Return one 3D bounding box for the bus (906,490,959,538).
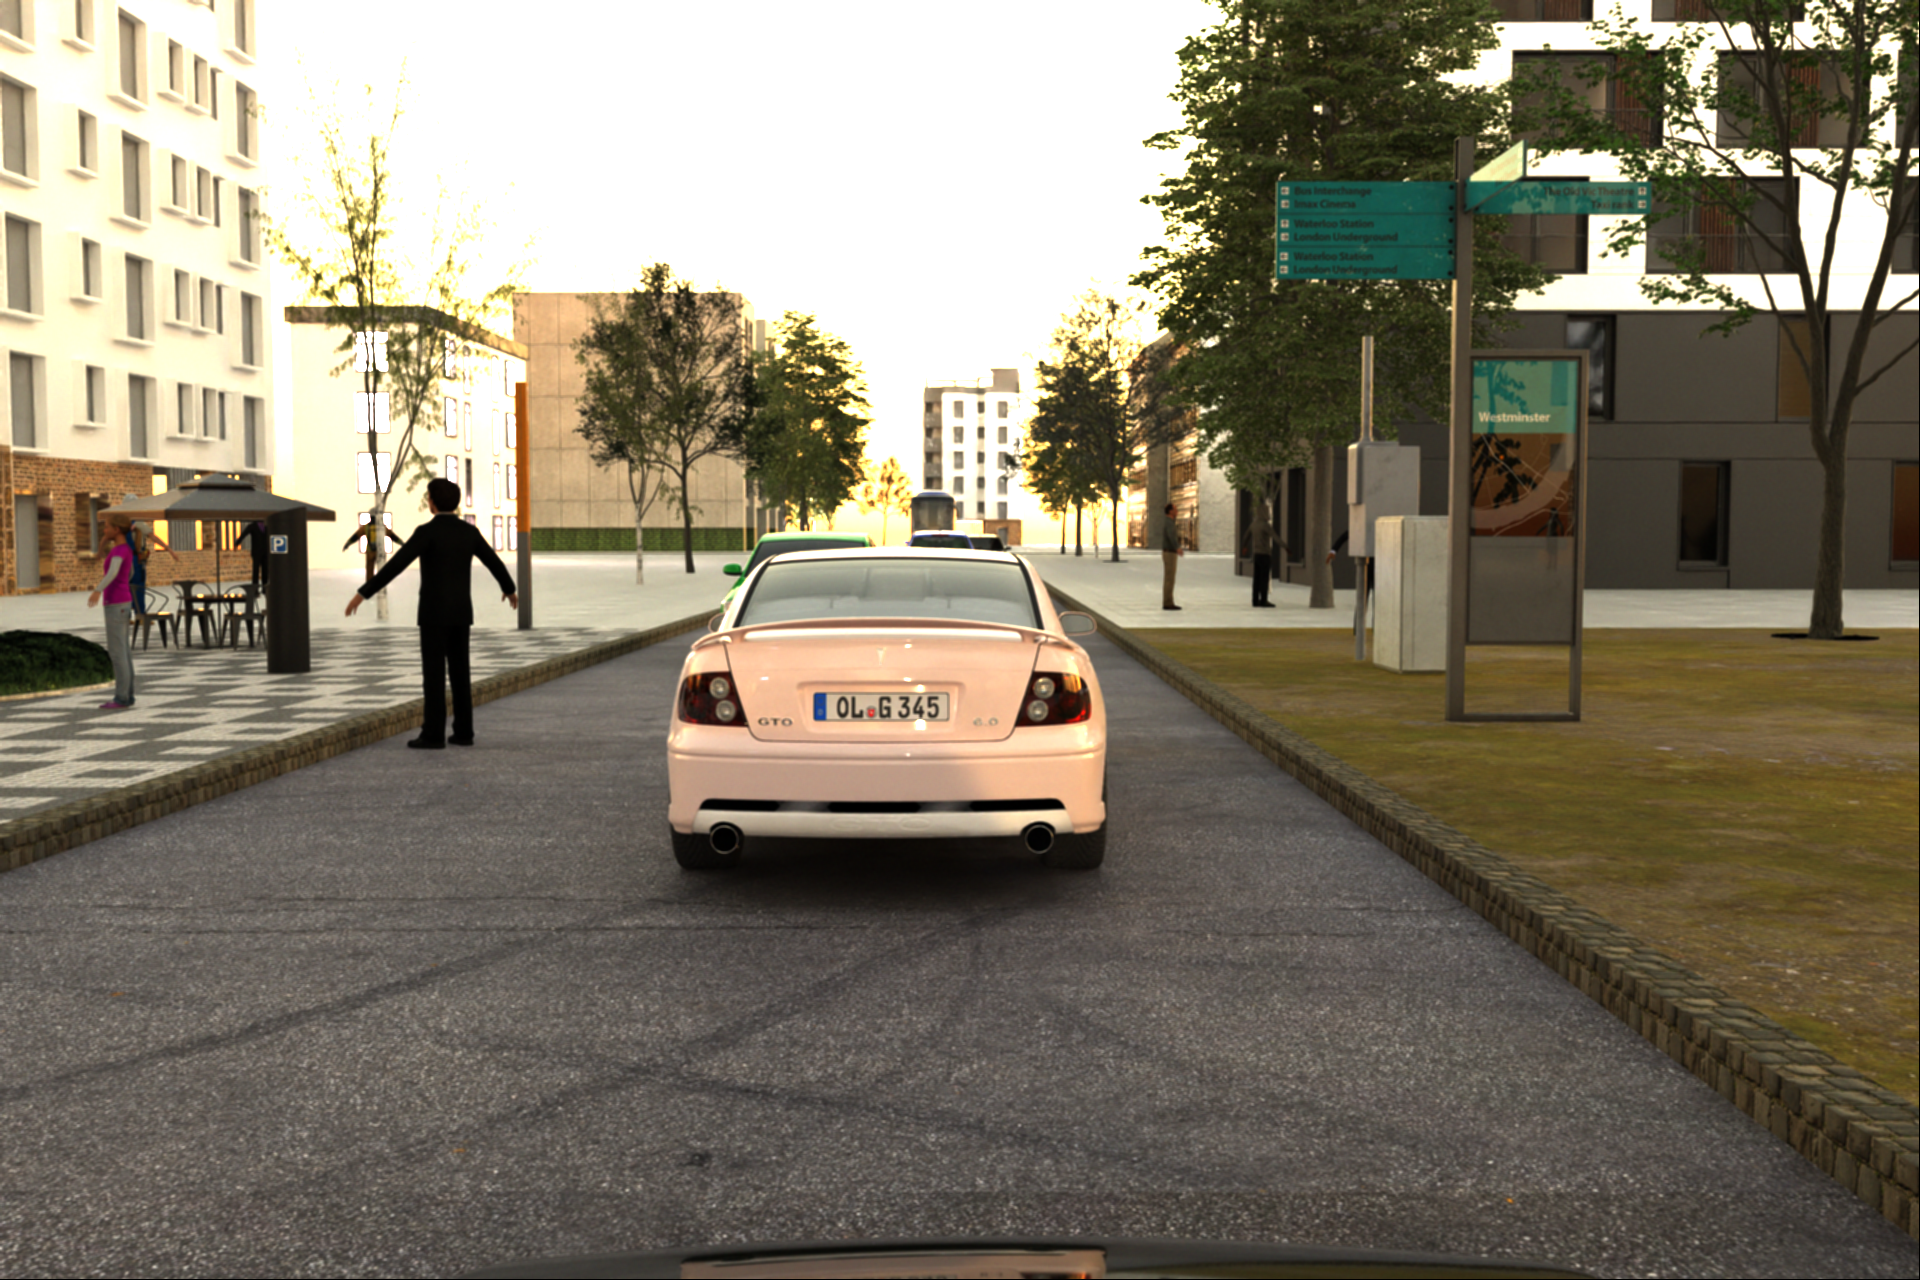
[{"bbox_3d":[-1.489,-6.663,100.486,2.896,3.916,12.251,0,4,0],"label":"bus"}]

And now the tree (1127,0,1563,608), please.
[{"bbox_3d":[6.512,-6.806,29.410,7.486,12.596,7.792,0,3,0],"label":"tree"}]

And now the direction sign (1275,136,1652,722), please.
[{"bbox_3d":[3.398,-1.374,11.222,2.525,3.948,1.411,0,4,0],"label":"direction sign"}]

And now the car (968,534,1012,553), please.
[{"bbox_3d":[0.613,-2.694,53.825,2.009,1.686,4.222,0,3,0],"label":"car"}]

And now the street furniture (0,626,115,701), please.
[{"bbox_3d":[-10.071,0.195,12.437,5.734,0.657,10.072,0,4,2],"label":"street furniture"}]

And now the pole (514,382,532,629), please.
[{"bbox_3d":[-5.890,-1.805,23.359,0.158,3.312,0.155,0,3,0],"label":"pole"}]

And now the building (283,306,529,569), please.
[{"bbox_3d":[-23.865,-8.300,77.853,9.099,9.664,28.070,0,4,1],"label":"building"}]

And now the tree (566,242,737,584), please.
[{"bbox_3d":[-8.290,-5.739,44.194,4.360,8.622,3.978,0,3,0],"label":"tree"}]

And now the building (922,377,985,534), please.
[{"bbox_3d":[-3.994,-20.888,200.394,11.380,20.090,16.016,0,4,-6],"label":"building"}]

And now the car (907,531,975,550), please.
[{"bbox_3d":[-0.408,-1.545,34.852,1.945,1.707,3.694,0,4,-1],"label":"car"}]

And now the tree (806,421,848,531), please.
[{"bbox_3d":[-8.064,-9.550,106.499,4.360,8.622,3.978,0,3,0],"label":"tree"}]

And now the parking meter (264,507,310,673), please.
[{"bbox_3d":[-6.250,-0.469,16.086,0.372,1.533,0.369,0,3,0],"label":"parking meter"}]

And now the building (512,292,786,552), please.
[{"bbox_3d":[-24.290,-16.879,142.429,16.747,18.905,31.486,0,3,0],"label":"building"}]

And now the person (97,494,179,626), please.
[{"bbox_3d":[-11.596,-1.129,24.312,1.347,1.847,0.705,1,4,16],"label":"person"}]

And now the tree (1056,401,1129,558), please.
[{"bbox_3d":[7.327,-8.658,91.925,4.360,8.622,3.978,0,3,0],"label":"tree"}]

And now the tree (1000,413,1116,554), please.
[{"bbox_3d":[6.475,-10.735,109.932,8.767,10.594,7.601,1,4,13],"label":"tree"}]

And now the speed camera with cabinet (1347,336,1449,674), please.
[{"bbox_3d":[4.280,-1.369,16.724,0.660,3.252,2.038,0,4,-1],"label":"speed camera with cabinet"}]

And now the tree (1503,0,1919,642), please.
[{"bbox_3d":[10.532,-5.808,20.712,9.928,11.665,9.643,0,3,0],"label":"tree"}]

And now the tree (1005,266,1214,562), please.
[{"bbox_3d":[7.072,-10.338,79.401,12.009,13.543,11.850,0,3,0],"label":"tree"}]

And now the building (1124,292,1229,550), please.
[{"bbox_3d":[24.728,-19.586,151.155,19.493,23.208,18.063,0,4,1],"label":"building"}]

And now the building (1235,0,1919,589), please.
[{"bbox_3d":[22.496,-12.946,55.644,27.936,21.610,32.646,0,4,0],"label":"building"}]

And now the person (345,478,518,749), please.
[{"bbox_3d":[-3.489,-0.185,11.669,0.705,1.806,1.347,3,4,37],"label":"person"}]

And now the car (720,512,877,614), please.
[{"bbox_3d":[-1.673,-0.687,20.029,1.959,1.807,4.718,0,3,0],"label":"car"}]

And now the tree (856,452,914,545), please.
[{"bbox_3d":[-8.325,-16.029,196.481,7.601,10.594,8.767,0,4,2],"label":"tree"}]

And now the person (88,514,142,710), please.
[{"bbox_3d":[-6.266,-0.214,12.764,0.599,1.433,0.991,-1,4,-15],"label":"person"}]

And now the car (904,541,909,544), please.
[{"bbox_3d":[-1.682,-4.442,82.225,1.945,1.707,3.694,0,4,0],"label":"car"}]

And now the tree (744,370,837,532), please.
[{"bbox_3d":[-7.758,-7.859,78.853,4.737,8.622,4.395,0,3,0],"label":"tree"}]

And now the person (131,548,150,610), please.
[{"bbox_3d":[-14.036,-1.405,29.429,0.721,1.772,1.216,-3,5,-43],"label":"person"}]

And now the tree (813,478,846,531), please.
[{"bbox_3d":[-14.553,-14.952,194.821,4.737,8.622,4.395,0,3,0],"label":"tree"}]

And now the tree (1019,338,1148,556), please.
[{"bbox_3d":[7.177,-11.116,99.880,7.486,12.596,7.792,0,3,0],"label":"tree"}]

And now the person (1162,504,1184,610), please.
[{"bbox_3d":[3.595,-1.415,29.403,0.705,1.796,1.348,0,3,0],"label":"person"}]

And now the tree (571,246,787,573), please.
[{"bbox_3d":[-9.254,-7.492,56.914,7.601,10.594,8.767,0,4,-7],"label":"tree"}]

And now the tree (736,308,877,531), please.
[{"bbox_3d":[-7.787,-10.361,87.526,7.486,12.596,7.792,0,3,0],"label":"tree"}]

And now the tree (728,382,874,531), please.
[{"bbox_3d":[-8.749,-10.048,98.696,8.767,10.594,7.601,-3,4,-36],"label":"tree"}]

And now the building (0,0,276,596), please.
[{"bbox_3d":[-24.617,-10.991,36.119,16.016,20.090,11.380,0,4,1],"label":"building"}]

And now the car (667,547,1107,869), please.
[{"bbox_3d":[-0.306,0.218,8.796,2.083,1.381,4.827,0,4,0],"label":"car"}]

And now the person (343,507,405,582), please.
[{"bbox_3d":[-12.416,-1.897,36.782,1.354,1.858,0.705,-1,4,-9],"label":"person"}]

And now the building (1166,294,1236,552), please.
[{"bbox_3d":[26.188,-18.383,131.487,19.493,23.208,18.063,0,4,0],"label":"building"}]

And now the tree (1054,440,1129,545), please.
[{"bbox_3d":[15.099,-17.529,196.963,12.009,13.543,11.850,0,3,0],"label":"tree"}]

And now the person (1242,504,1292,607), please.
[{"bbox_3d":[5.333,-1.487,30.440,0.705,1.813,1.348,-2,4,-28],"label":"person"}]

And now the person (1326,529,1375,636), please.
[{"bbox_3d":[4.972,-0.862,20.817,1.216,1.740,0.721,-1,4,-9],"label":"person"}]

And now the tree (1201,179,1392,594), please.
[{"bbox_3d":[6.354,-5.283,36.737,4.360,8.622,3.978,0,3,0],"label":"tree"}]

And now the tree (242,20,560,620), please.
[{"bbox_3d":[-8.912,-4.617,25.845,4.360,8.622,3.978,0,3,0],"label":"tree"}]

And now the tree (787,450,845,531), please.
[{"bbox_3d":[-16.768,-17.368,202.096,7.486,12.596,7.792,0,3,0],"label":"tree"}]

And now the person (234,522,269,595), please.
[{"bbox_3d":[-14.797,-1.862,36.661,0.704,1.802,1.346,2,4,35],"label":"person"}]
